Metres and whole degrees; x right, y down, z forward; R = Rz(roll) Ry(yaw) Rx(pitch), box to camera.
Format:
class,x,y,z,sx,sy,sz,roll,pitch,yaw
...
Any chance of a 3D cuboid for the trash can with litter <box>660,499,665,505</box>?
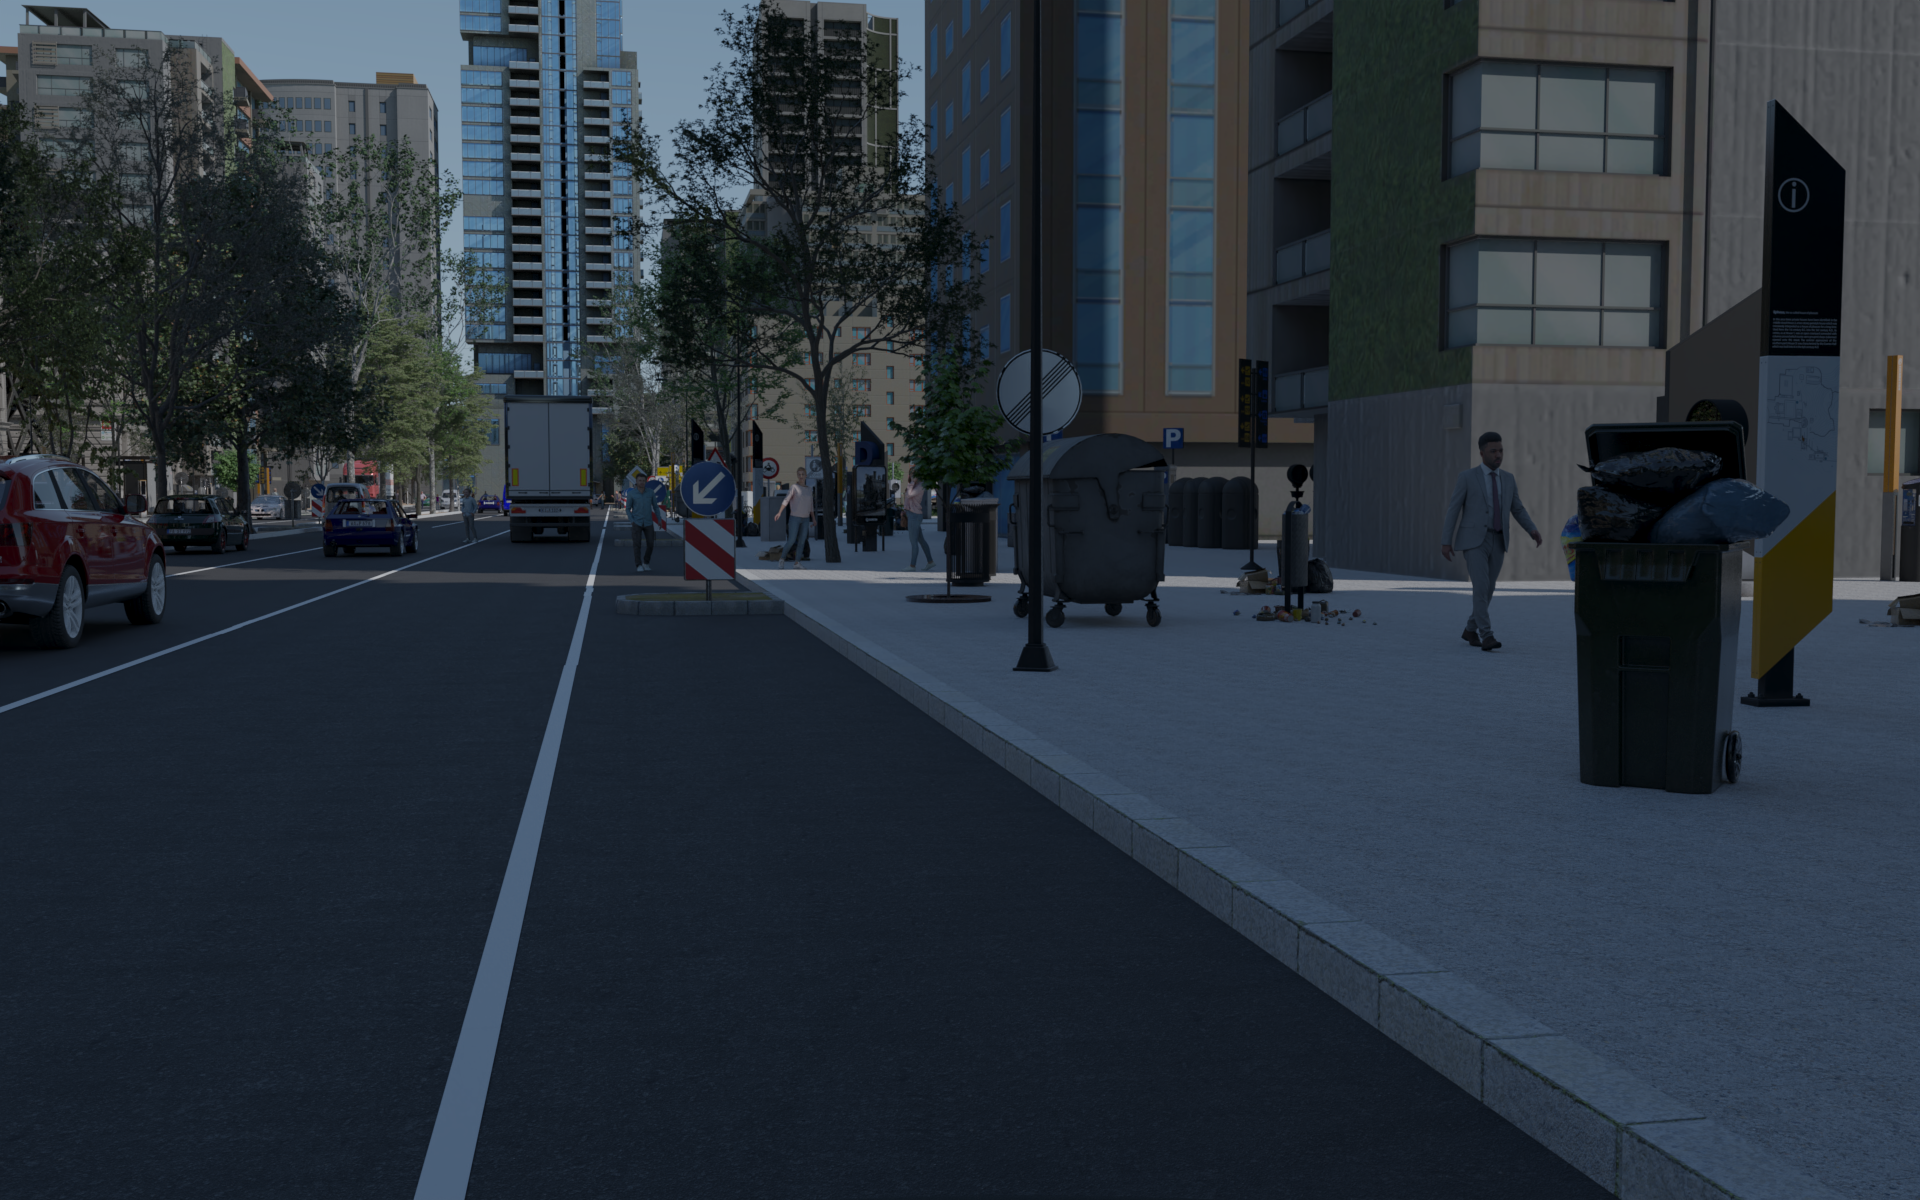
class,x,y,z,sx,sy,sz,roll,pitch,yaw
trash can with litter,-23.669,-7.772,138.456,0.624,1.170,1.055,1,4,8

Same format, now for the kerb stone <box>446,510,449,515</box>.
class,x,y,z,sx,sy,sz,roll,pitch,yaw
kerb stone,-35.132,-5.870,118.163,0.120,0.150,1.000,-1,4,-11

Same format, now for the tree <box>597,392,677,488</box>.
class,x,y,z,sx,sy,sz,roll,pitch,yaw
tree,-34.821,-16.608,188.553,9.611,12.733,9.660,0,3,0

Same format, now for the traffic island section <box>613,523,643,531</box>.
class,x,y,z,sx,sy,sz,roll,pitch,yaw
traffic island section,-12.879,-2.885,69.455,2.009,0.180,2.903,-1,4,-11

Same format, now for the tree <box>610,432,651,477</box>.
class,x,y,z,sx,sy,sz,roll,pitch,yaw
tree,-39.238,-18.037,213.030,7.486,12.596,7.792,0,3,0

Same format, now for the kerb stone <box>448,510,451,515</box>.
class,x,y,z,sx,sy,sz,roll,pitch,yaw
kerb stone,-35.334,-5.929,119.165,0.120,0.150,1.000,-1,4,-11

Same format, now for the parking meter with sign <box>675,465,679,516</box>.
class,x,y,z,sx,sy,sz,roll,pitch,yaw
parking meter with sign,-16.128,-6.484,102.277,1.738,3.016,0.543,2,4,29

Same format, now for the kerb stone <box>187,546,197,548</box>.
class,x,y,z,sx,sy,sz,roll,pitch,yaw
kerb stone,-20.900,-1.531,47.225,0.120,0.150,1.000,-1,4,-11

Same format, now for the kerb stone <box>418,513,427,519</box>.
class,x,y,z,sx,sy,sz,roll,pitch,yaw
kerb stone,-32.309,-5.010,104.101,0.120,0.150,1.000,-1,4,-11

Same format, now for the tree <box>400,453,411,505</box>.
class,x,y,z,sx,sy,sz,roll,pitch,yaw
tree,-63.908,-14.698,190.671,4.360,8.622,3.978,0,3,0

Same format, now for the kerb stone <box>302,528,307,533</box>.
class,x,y,z,sx,sy,sz,roll,pitch,yaw
kerb stone,-24.138,-2.516,63.326,0.120,0.150,1.000,-1,4,-11

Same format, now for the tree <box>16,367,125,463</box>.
class,x,y,z,sx,sy,sz,roll,pitch,yaw
tree,-50.072,-8.947,96.652,4.360,8.622,3.978,0,3,0

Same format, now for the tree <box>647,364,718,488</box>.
class,x,y,z,sx,sy,sz,roll,pitch,yaw
tree,-15.025,-8.854,95.133,4.360,8.622,3.978,0,3,0

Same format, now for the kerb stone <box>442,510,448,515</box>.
class,x,y,z,sx,sy,sz,roll,pitch,yaw
kerb stone,-34.932,-5.808,117.158,0.120,0.150,1.000,-1,4,-11

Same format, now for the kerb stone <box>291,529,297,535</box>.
class,x,y,z,sx,sy,sz,roll,pitch,yaw
kerb stone,-23.734,-2.393,61.321,0.120,0.150,1.000,-1,4,-11

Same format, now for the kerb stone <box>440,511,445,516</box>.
class,x,y,z,sx,sy,sz,roll,pitch,yaw
kerb stone,-34.530,-5.682,115.153,0.120,0.150,1.000,-1,4,-11

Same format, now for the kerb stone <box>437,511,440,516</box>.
class,x,y,z,sx,sy,sz,roll,pitch,yaw
kerb stone,-33.925,-5.497,112.130,0.120,0.150,1.000,-1,4,-11

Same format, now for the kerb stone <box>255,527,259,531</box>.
class,x,y,z,sx,sy,sz,roll,pitch,yaw
kerb stone,-26.794,-2.669,65.914,0.120,0.150,1.000,-1,4,-11

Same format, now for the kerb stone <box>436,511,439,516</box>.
class,x,y,z,sx,sy,sz,roll,pitch,yaw
kerb stone,-33.716,-5.439,111.125,0.120,0.150,1.000,-1,4,-11

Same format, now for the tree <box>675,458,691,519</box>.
class,x,y,z,sx,sy,sz,roll,pitch,yaw
tree,-14.195,-5.857,90.366,1.663,3.219,1.824,0,3,0

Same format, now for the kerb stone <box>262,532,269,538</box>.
class,x,y,z,sx,sy,sz,roll,pitch,yaw
kerb stone,-22.720,-2.083,56.291,0.120,0.150,1.000,-1,4,-11

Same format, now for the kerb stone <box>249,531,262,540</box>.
class,x,y,z,sx,sy,sz,roll,pitch,yaw
kerb stone,-22.521,-2.024,55.289,0.120,0.150,1.000,-1,4,-11

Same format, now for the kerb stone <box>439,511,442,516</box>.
class,x,y,z,sx,sy,sz,roll,pitch,yaw
kerb stone,-34.125,-5.558,113.136,0.120,0.150,1.000,-1,4,-11

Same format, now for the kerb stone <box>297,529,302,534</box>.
class,x,y,z,sx,sy,sz,roll,pitch,yaw
kerb stone,-23.930,-2.454,62.324,0.120,0.150,1.000,-1,4,-11

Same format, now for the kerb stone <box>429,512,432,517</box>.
class,x,y,z,sx,sy,sz,roll,pitch,yaw
kerb stone,-32.908,-5.194,107.112,0.120,0.150,1.000,-1,4,-11

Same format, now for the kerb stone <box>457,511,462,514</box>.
class,x,y,z,sx,sy,sz,roll,pitch,yaw
kerb stone,-37.353,-6.547,129.236,0.120,0.150,1.000,-1,4,-11

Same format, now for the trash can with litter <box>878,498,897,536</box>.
class,x,y,z,sx,sy,sz,roll,pitch,yaw
trash can with litter,-2.473,-2.529,52.739,1.055,1.170,0.624,-1,4,-17

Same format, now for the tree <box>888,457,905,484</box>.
class,x,y,z,sx,sy,sz,roll,pitch,yaw
tree,-6.260,-9.988,147.013,4.285,4.588,4.351,0,3,0

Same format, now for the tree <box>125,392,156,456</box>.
class,x,y,z,sx,sy,sz,roll,pitch,yaw
tree,-53.638,-10.108,115.621,4.360,8.622,3.978,0,3,0

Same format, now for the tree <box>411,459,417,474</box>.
class,x,y,z,sx,sy,sz,roll,pitch,yaw
tree,-65.908,-15.612,205.621,4.360,8.622,3.978,0,3,0

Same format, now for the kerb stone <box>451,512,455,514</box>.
class,x,y,z,sx,sy,sz,roll,pitch,yaw
kerb stone,-35.925,-6.115,122.178,0.120,0.150,1.000,-1,4,-11

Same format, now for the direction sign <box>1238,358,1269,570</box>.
class,x,y,z,sx,sy,sz,roll,pitch,yaw
direction sign,4.954,-2.282,29.305,0.379,3.537,0.876,3,5,42

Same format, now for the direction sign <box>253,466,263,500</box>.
class,x,y,z,sx,sy,sz,roll,pitch,yaw
direction sign,-52.848,-8.410,129.508,0.876,3.537,0.379,-1,4,-18

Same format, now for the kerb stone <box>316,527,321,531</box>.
class,x,y,z,sx,sy,sz,roll,pitch,yaw
kerb stone,-24.736,-2.700,66.333,0.120,0.150,1.000,-1,4,-11

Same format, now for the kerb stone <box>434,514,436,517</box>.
class,x,y,z,sx,sy,sz,roll,pitch,yaw
kerb stone,-33.306,-5.316,109.118,0.120,0.150,1.000,-1,4,-11

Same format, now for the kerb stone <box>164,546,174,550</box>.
class,x,y,z,sx,sy,sz,roll,pitch,yaw
kerb stone,-20.294,-1.346,44.205,0.120,0.150,1.000,-1,4,-11

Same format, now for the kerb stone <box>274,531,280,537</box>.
class,x,y,z,sx,sy,sz,roll,pitch,yaw
kerb stone,-23.123,-2.209,58.312,0.120,0.150,1.000,-1,4,-11

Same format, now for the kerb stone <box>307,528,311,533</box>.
class,x,y,z,sx,sy,sz,roll,pitch,yaw
kerb stone,-24.338,-2.577,64.328,0.120,0.150,1.000,-1,4,-11

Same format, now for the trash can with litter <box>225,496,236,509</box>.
class,x,y,z,sx,sy,sz,roll,pitch,yaw
trash can with litter,-55.066,-7.324,131.127,0.624,1.170,1.055,3,5,41

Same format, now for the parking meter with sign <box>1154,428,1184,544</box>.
class,x,y,z,sx,sy,sz,roll,pitch,yaw
parking meter with sign,5.294,-2.974,44.890,0.543,3.016,1.738,1,4,23

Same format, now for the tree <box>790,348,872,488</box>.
class,x,y,z,sx,sy,sz,roll,pitch,yaw
tree,-6.161,-8.314,86.302,4.360,8.622,3.978,0,3,0

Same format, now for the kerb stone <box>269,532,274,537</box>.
class,x,y,z,sx,sy,sz,roll,pitch,yaw
kerb stone,-22.926,-2.145,57.295,0.120,0.150,1.000,-1,4,-11

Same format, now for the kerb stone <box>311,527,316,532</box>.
class,x,y,z,sx,sy,sz,roll,pitch,yaw
kerb stone,-24.541,-2.638,65.330,0.120,0.150,1.000,-1,4,-11

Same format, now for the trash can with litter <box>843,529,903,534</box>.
class,x,y,z,sx,sy,sz,roll,pitch,yaw
trash can with litter,-3.096,-2.767,56.291,2.233,1.210,1.678,1,4,19

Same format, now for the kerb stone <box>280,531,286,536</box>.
class,x,y,z,sx,sy,sz,roll,pitch,yaw
kerb stone,-23.325,-2.267,59.315,0.120,0.150,1.000,-1,4,-11

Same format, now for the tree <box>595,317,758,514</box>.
class,x,y,z,sx,sy,sz,roll,pitch,yaw
tree,-18.158,-12.262,110.861,12.009,13.543,11.850,0,3,0

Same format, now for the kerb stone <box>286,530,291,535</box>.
class,x,y,z,sx,sy,sz,roll,pitch,yaw
kerb stone,-23.534,-2.332,60.319,0.120,0.150,1.000,-1,4,-11

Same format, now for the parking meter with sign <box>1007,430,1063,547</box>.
class,x,y,z,sx,sy,sz,roll,pitch,yaw
parking meter with sign,1.712,-2.742,41.087,0.543,3.016,1.738,-2,4,-31

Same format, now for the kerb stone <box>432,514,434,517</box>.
class,x,y,z,sx,sy,sz,roll,pitch,yaw
kerb stone,-33.115,-5.247,108.114,0.120,0.150,1.000,-1,4,-11

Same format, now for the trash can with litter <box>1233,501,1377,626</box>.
class,x,y,z,sx,sy,sz,roll,pitch,yaw
trash can with litter,3.693,-0.426,18.022,1.678,1.210,2.233,2,4,26

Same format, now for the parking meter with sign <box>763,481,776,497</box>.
class,x,y,z,sx,sy,sz,roll,pitch,yaw
parking meter with sign,-11.066,-6.388,100.707,1.738,3.016,0.543,0,4,-8

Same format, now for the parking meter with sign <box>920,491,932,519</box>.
class,x,y,z,sx,sy,sz,roll,pitch,yaw
parking meter with sign,-1.831,-5.630,88.304,1.738,3.016,0.543,2,4,31

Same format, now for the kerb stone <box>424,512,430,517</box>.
class,x,y,z,sx,sy,sz,roll,pitch,yaw
kerb stone,-32.711,-5.132,106.108,0.120,0.150,1.000,-1,4,-11

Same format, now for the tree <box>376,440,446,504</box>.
class,x,y,z,sx,sy,sz,roll,pitch,yaw
tree,-69.124,-19.055,218.195,9.857,13.997,8.962,0,3,0

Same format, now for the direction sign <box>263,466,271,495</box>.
class,x,y,z,sx,sy,sz,roll,pitch,yaw
direction sign,-55.823,-9.009,139.297,0.876,3.537,0.379,0,3,0

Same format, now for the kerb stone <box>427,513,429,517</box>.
class,x,y,z,sx,sy,sz,roll,pitch,yaw
kerb stone,-32.508,-5.070,105.104,0.120,0.150,1.000,-1,4,-11
